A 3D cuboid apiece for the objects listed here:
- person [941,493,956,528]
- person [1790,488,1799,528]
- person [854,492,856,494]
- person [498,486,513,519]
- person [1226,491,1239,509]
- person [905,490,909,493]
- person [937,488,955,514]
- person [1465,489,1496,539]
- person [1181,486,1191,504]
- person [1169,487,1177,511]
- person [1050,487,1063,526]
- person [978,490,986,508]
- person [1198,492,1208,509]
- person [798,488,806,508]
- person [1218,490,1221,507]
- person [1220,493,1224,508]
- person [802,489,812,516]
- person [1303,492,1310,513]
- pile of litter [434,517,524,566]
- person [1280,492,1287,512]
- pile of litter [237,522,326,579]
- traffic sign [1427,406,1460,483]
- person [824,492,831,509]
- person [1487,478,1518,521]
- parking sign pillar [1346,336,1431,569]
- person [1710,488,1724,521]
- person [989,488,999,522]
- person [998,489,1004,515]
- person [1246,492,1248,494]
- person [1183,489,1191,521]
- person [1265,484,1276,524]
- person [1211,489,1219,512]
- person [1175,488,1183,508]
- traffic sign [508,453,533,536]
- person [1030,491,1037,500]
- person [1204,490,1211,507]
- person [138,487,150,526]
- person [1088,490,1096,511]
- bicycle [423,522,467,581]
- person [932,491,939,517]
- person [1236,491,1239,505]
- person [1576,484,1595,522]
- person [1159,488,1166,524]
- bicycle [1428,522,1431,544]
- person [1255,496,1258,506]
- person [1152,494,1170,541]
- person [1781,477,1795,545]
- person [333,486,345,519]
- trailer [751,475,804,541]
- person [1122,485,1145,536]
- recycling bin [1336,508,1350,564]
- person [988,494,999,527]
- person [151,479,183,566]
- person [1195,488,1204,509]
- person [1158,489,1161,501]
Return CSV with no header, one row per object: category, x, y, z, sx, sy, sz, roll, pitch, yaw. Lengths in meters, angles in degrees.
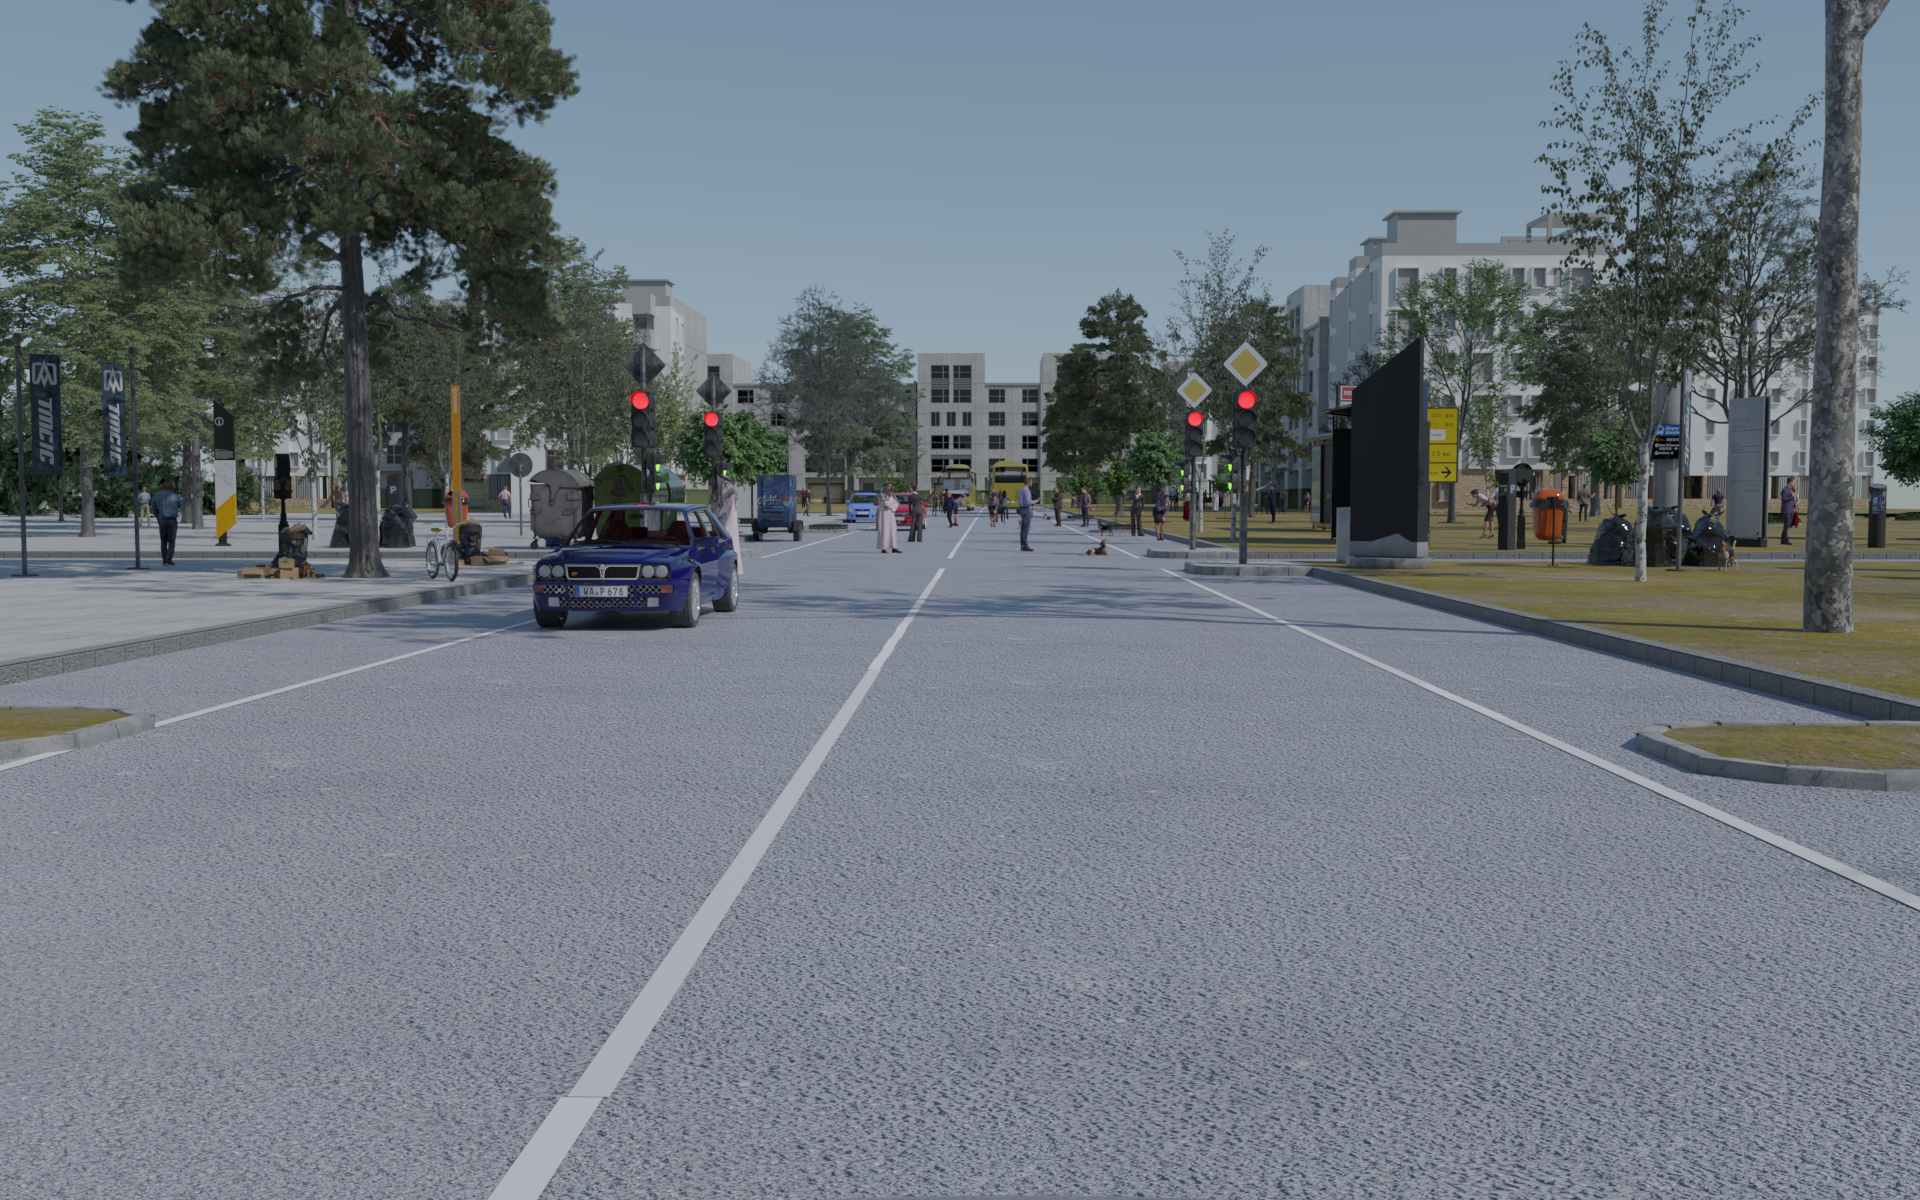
person,-0.512,-3.834,73.875,0.600,1.496,0.574,-1,4,-9
person,31.657,-3.504,65.806,0.387,1.526,0.523,-2,4,-33
person,-11.840,-11.413,196.565,0.593,1.643,0.415,2,4,30
person,-23.801,-5.129,90.836,0.756,1.711,0.436,2,4,26
person,23.978,-8.960,152.482,1.348,1.831,0.705,-2,4,-23
person,-2.930,-5.310,96.775,0.517,1.644,0.566,1,4,11
person,-0.958,-7.045,123.653,1.348,1.831,0.705,0,4,2
person,15.049,-2.488,49.917,0.799,1.438,0.628,-3,4,-38
person,10.921,-4.672,83.236,0.445,1.727,0.742,3,4,39
person,15.810,-7.476,128.146,0.709,1.838,0.599,2,4,24
person,4.304,-4.168,77.333,0.565,1.739,0.600,3,5,42
person,2.357,-10.570,181.326,0.705,1.824,1.348,3,4,36
person,21.034,-8.808,150.610,0.990,1.755,0.434,0,4,5
person,-14.561,-9.501,161.351,1.348,1.831,0.705,-2,4,-32
person,26.189,-10.333,174.973,0.705,1.826,1.348,3,5,40
person,25.023,-9.669,165.074,0.436,1.711,0.756,2,4,28
person,-8.799,-5.593,99.698,0.471,1.553,0.569,2,4,25
person,23.265,-6.538,116.165,0.421,1.427,0.697,0,4,1
pile of litter,-8.717,-1.066,31.397,1.719,0.858,1.176,-2,4,-29
person,23.139,-7.156,123.748,0.721,1.736,1.217,2,4,30
pile of litter,-10.413,-0.770,26.560,1.176,0.858,1.719,-3,4,-37
traffic sign,10.449,-2.844,40.374,2.265,3.308,0.079,0,4,7
person,-11.558,-8.712,151.676,0.799,1.438,0.628,0,4,5
person,13.809,-2.268,44.070,0.756,1.711,0.436,1,4,17
parking sign pillar,7.481,-2.548,30.136,1.447,3.967,1.447,3,5,41
person,34.311,-4.300,78.552,0.569,1.553,0.471,2,4,34
person,1.699,-4.821,88.018,0.565,1.739,0.600,2,4,29
person,2.817,-6.773,119.267,1.348,1.821,0.705,0,4,4
person,32.512,-11.435,196.145,1.217,1.739,0.721,1,4,17
person,10.823,-4.502,82.123,0.523,1.526,0.387,-2,4,-29
person,13.512,-4.196,75.351,0.504,1.737,0.576,0,4,3
person,18.061,-7.093,122.681,0.551,1.740,0.621,0,4,0
person,19.784,-9.300,158.228,1.348,1.807,0.705,3,5,42
traffic sign,-13.526,-3.254,53.316,0.768,2.556,0.104,0,4,4
person,6.320,-8.831,153.715,1.217,1.723,0.721,-1,4,-22
person,24.627,-10.196,173.460,1.217,1.736,0.721,-1,4,-9
person,-33.035,-3.793,70.117,0.516,1.574,0.319,-3,4,-38
person,10.064,-7.809,134.242,1.217,1.766,0.721,3,5,43
bicycle,-7.747,-0.773,25.857,0.635,0.972,1.543,-2,4,-33
person,-1.553,-6.087,109.493,0.415,1.643,0.593,1,4,15
person,28.762,-10.613,180.485,0.541,1.710,0.530,0,4,3
person,28.979,-4.502,80.175,0.750,1.759,0.617,-3,4,-38
person,8.737,-4.058,74.602,0.429,1.552,0.499,1,4,22
bicycle,10.577,-1.657,40.307,0.635,0.972,1.543,3,5,44
person,31.945,-10.770,185.384,0.557,1.426,1.065,-2,4,-28
person,6.207,-2.536,53.197,0.421,1.427,0.697,-2,4,-26
person,20.898,-2.248,43.712,0.541,1.710,0.530,-2,4,-31
person,-26.390,-4.045,73.647,0.415,1.643,0.593,1,4,20
trailer,-5.550,-2.757,52.126,1.471,1.999,3.904,0,4,-1
person,5.885,-3.021,58.691,0.742,1.727,0.445,-1,4,-18
recycling bin,7.468,-1.196,32.116,0.722,1.027,0.722,3,5,44
person,1.449,-3.859,74.834,0.421,1.427,0.697,-1,4,-12
person,-14.150,-1.385,30.901,0.499,1.552,0.429,1,4,14
person,19.937,-8.569,146.234,1.350,1.814,0.705,2,4,32
person,20.441,-10.519,178.023,0.705,1.824,1.348,2,4,24
